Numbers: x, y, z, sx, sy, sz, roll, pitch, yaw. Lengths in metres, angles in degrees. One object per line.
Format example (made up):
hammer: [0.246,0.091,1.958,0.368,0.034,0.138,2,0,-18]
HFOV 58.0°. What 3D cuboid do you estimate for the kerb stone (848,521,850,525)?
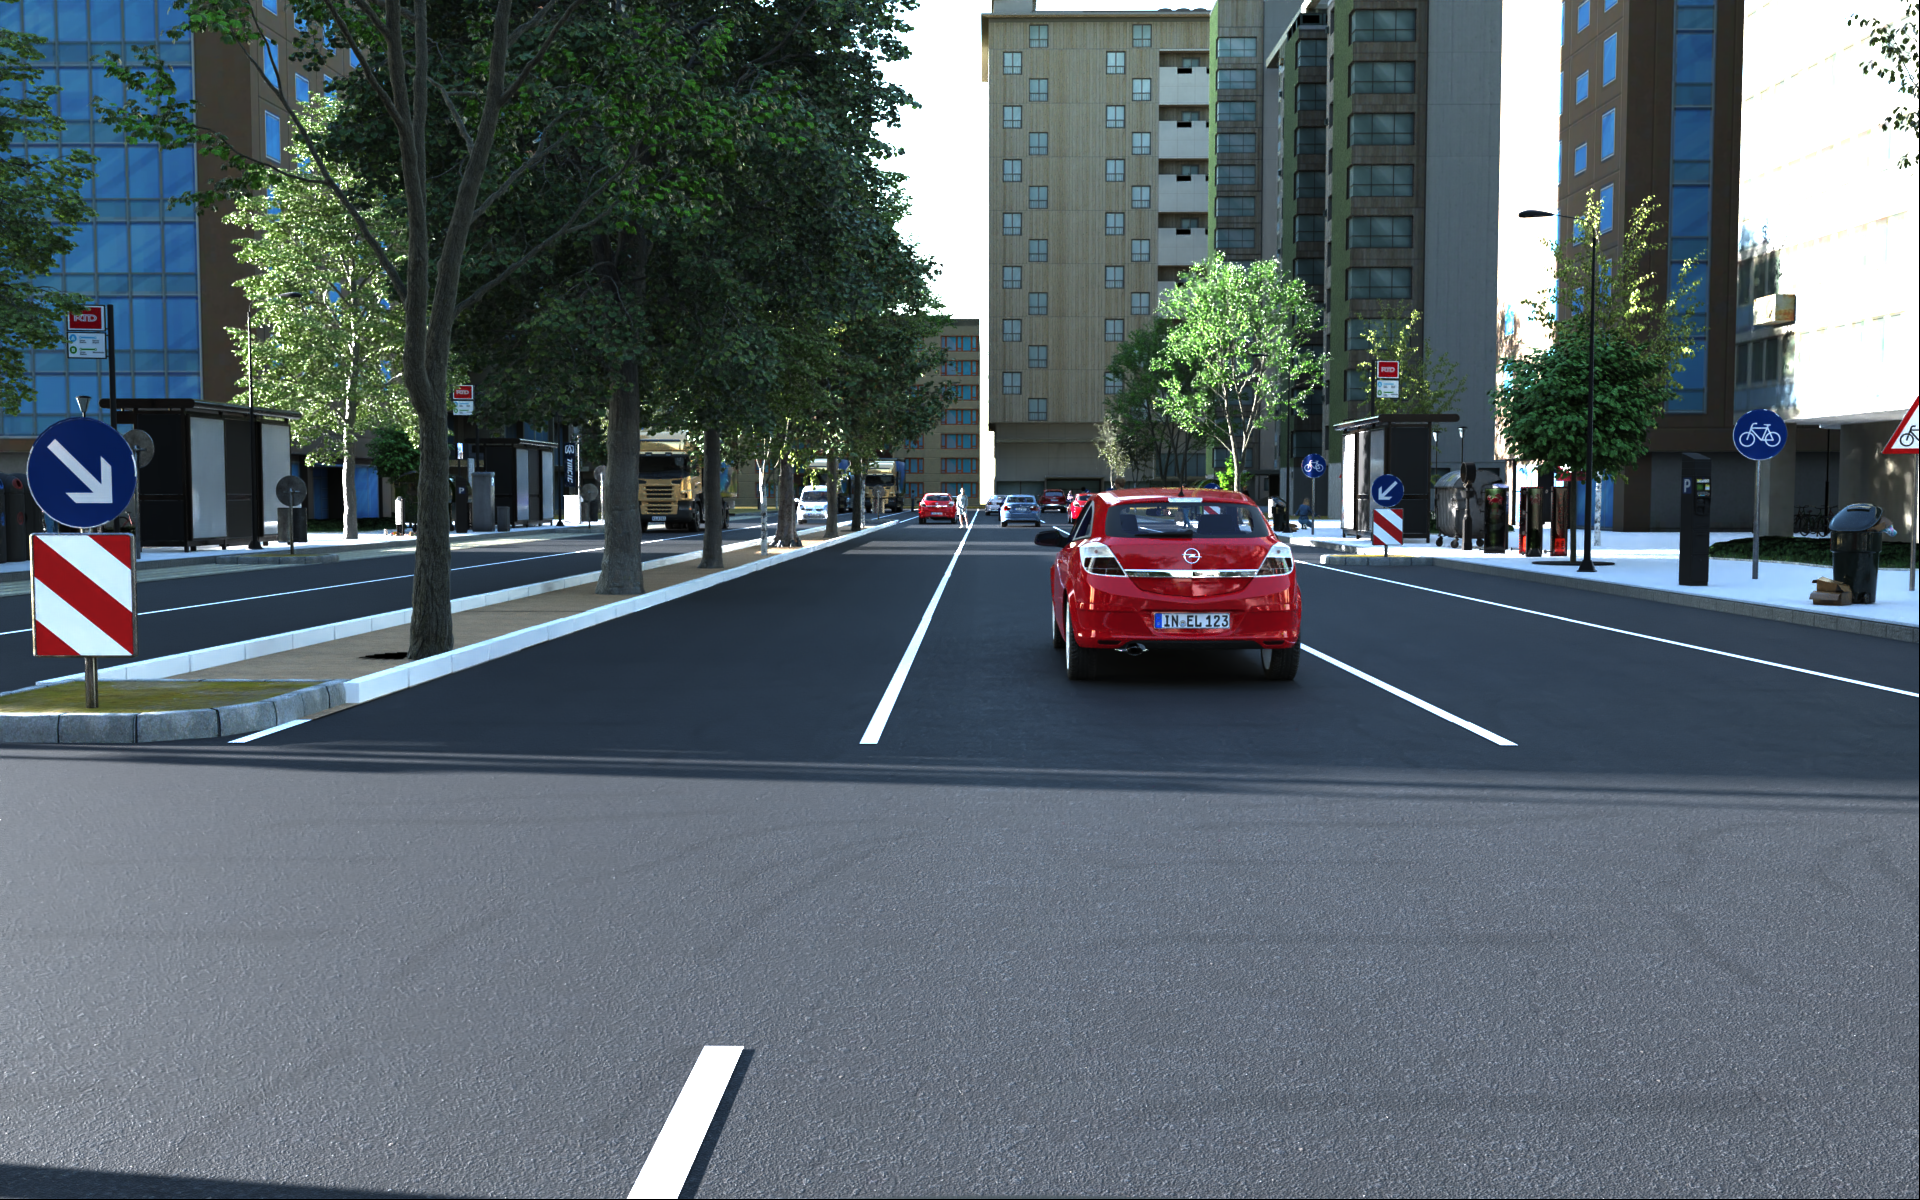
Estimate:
kerb stone: [-5.248,-3.469,78.919,0.120,0.150,1.000,0,4,1]

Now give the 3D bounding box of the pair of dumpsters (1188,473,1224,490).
pair of dumpsters: [11.872,-4.921,82.948,1.574,2.255,4.437,0,4,1]

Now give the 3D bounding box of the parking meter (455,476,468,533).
parking meter: [-16.383,-3.136,56.982,0.399,1.863,0.255,-1,4,-18]

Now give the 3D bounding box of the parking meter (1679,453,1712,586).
parking meter: [10.302,-1.135,24.265,0.255,1.863,0.399,-1,4,-8]

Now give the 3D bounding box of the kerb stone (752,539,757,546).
kerb stone: [-5.729,-1.526,47.152,0.120,0.150,1.000,0,4,1]

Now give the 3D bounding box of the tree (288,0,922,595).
tree: [-4.869,-7.056,24.479,9.857,13.997,8.962,0,3,0]

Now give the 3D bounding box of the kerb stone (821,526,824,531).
kerb stone: [-5.442,-2.717,66.617,0.120,0.150,1.000,0,4,1]

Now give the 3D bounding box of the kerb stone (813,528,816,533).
kerb stone: [-5.482,-2.529,63.550,0.120,0.150,1.000,0,4,1]

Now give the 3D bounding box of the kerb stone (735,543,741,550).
kerb stone: [-5.765,-1.338,44.069,0.120,0.150,1.000,0,4,1]

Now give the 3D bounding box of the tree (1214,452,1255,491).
tree: [12.212,-5.115,78.230,1.663,3.219,1.824,0,3,0]

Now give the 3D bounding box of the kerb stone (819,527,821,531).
kerb stone: [-5.456,-2.654,65.595,0.120,0.150,1.000,0,4,1]

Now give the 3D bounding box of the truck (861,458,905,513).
truck: [-5.955,-9.069,137.193,2.839,4.237,11.283,0,4,2]

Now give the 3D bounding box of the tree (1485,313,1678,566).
tree: [11.305,-2.927,31.576,4.285,4.588,4.351,0,3,0]

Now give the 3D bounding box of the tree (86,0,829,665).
tree: [-4.480,-5.281,14.553,9.928,11.665,9.643,0,3,0]

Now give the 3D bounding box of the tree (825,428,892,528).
tree: [-4.115,-7.362,73.191,4.360,8.622,3.978,0,3,0]

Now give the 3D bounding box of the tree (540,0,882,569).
tree: [-4.865,-6.899,33.386,7.486,12.596,7.792,0,3,0]

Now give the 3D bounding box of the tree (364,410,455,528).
tree: [-20.817,-5.018,65.757,4.285,4.588,4.351,0,3,0]

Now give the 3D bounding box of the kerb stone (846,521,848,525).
kerb stone: [-5.264,-3.406,77.888,0.120,0.150,1.000,0,4,1]

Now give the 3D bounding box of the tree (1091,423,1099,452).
tree: [13.729,-12.414,153.325,4.360,8.622,3.978,0,3,0]

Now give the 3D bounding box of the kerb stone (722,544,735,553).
kerb stone: [-5.785,-1.274,43.035,0.120,0.150,1.000,0,4,1]

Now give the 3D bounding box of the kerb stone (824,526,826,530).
kerb stone: [-5.419,-2.779,67.639,0.120,0.150,1.000,0,4,1]

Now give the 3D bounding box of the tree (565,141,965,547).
tree: [-4.710,-7.791,46.841,9.611,12.733,9.660,0,3,0]

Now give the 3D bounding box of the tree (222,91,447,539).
tree: [-17.117,-8.028,49.384,7.486,12.596,7.792,0,3,0]

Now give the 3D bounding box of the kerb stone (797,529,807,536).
kerb stone: [-5.531,-2.341,60.473,0.120,0.150,1.000,0,4,1]

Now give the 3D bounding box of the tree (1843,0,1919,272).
tree: [11.181,-4.058,16.715,4.360,8.622,3.978,0,3,0]

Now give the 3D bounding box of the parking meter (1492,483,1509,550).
parking meter: [12.500,-1.936,40.067,0.372,1.533,0.369,0,3,0]

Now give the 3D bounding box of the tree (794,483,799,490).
tree: [-15.831,-10.013,158.317,1.663,3.219,1.824,0,3,0]

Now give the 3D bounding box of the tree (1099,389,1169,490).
tree: [12.196,-10.336,119.354,4.360,8.622,3.978,0,3,0]

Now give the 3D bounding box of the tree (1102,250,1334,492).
tree: [11.826,-9.006,73.009,9.928,11.665,9.643,0,3,0]

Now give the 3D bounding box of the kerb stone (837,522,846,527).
kerb stone: [-5.286,-3.343,76.866,0.120,0.150,1.000,0,4,1]

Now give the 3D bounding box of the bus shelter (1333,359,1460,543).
bus shelter: [12.054,-4.394,49.471,2.179,5.291,8.768,0,4,1]

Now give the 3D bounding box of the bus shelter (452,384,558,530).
bus shelter: [-17.430,-5.410,66.082,2.179,5.291,8.768,0,4,1]

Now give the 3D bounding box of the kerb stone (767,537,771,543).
kerb stone: [-5.678,-1.714,50.232,0.120,0.150,1.000,0,4,1]

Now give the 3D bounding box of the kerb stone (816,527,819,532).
kerb stone: [-5.469,-2.592,64.573,0.120,0.150,1.000,0,4,1]

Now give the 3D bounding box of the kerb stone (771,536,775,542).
kerb stone: [-5.653,-1.840,52.279,0.120,0.150,1.000,0,4,1]

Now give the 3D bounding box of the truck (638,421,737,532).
truck: [-10.907,-4.867,68.493,2.839,4.237,11.283,0,4,2]

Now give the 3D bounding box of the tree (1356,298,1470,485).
tree: [16.559,-6.998,64.781,4.737,8.622,4.395,0,3,0]

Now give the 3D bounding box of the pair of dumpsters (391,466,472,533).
pair of dumpsters: [-17.972,-3.454,58.965,1.574,2.255,4.437,0,4,1]

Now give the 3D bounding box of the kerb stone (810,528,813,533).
kerb stone: [-5.501,-2.467,62.528,0.120,0.150,1.000,0,4,1]

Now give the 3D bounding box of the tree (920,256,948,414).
tree: [-4.281,-8.314,56.514,7.486,12.596,7.792,0,3,0]

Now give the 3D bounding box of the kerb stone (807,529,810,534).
kerb stone: [-5.515,-2.398,61.501,0.120,0.150,1.000,0,4,1]

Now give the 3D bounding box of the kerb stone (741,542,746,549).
kerb stone: [-5.757,-1.401,45.100,0.120,0.150,1.000,0,4,1]

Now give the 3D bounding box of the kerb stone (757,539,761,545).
kerb stone: [-5.709,-1.589,48.183,0.120,0.150,1.000,0,4,1]

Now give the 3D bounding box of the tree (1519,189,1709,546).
tree: [16.017,-5.640,42.580,4.737,8.622,4.395,0,3,0]

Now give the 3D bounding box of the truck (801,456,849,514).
truck: [-9.891,-8.529,128.355,2.839,4.237,11.283,0,4,1]

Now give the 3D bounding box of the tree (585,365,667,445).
tree: [-15.614,-7.904,79.594,4.360,8.622,3.978,0,3,0]

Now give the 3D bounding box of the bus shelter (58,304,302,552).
bus shelter: [-17.748,-3.776,39.365,2.179,5.291,8.768,0,4,1]

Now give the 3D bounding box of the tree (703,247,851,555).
tree: [-4.505,-5.314,39.702,4.737,8.622,4.395,0,3,0]

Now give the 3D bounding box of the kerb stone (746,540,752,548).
kerb stone: [-5.735,-1.464,46.127,0.120,0.150,1.000,0,4,1]

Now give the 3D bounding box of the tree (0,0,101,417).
tree: [-17.356,-6.607,26.158,7.486,12.596,7.792,0,3,0]
